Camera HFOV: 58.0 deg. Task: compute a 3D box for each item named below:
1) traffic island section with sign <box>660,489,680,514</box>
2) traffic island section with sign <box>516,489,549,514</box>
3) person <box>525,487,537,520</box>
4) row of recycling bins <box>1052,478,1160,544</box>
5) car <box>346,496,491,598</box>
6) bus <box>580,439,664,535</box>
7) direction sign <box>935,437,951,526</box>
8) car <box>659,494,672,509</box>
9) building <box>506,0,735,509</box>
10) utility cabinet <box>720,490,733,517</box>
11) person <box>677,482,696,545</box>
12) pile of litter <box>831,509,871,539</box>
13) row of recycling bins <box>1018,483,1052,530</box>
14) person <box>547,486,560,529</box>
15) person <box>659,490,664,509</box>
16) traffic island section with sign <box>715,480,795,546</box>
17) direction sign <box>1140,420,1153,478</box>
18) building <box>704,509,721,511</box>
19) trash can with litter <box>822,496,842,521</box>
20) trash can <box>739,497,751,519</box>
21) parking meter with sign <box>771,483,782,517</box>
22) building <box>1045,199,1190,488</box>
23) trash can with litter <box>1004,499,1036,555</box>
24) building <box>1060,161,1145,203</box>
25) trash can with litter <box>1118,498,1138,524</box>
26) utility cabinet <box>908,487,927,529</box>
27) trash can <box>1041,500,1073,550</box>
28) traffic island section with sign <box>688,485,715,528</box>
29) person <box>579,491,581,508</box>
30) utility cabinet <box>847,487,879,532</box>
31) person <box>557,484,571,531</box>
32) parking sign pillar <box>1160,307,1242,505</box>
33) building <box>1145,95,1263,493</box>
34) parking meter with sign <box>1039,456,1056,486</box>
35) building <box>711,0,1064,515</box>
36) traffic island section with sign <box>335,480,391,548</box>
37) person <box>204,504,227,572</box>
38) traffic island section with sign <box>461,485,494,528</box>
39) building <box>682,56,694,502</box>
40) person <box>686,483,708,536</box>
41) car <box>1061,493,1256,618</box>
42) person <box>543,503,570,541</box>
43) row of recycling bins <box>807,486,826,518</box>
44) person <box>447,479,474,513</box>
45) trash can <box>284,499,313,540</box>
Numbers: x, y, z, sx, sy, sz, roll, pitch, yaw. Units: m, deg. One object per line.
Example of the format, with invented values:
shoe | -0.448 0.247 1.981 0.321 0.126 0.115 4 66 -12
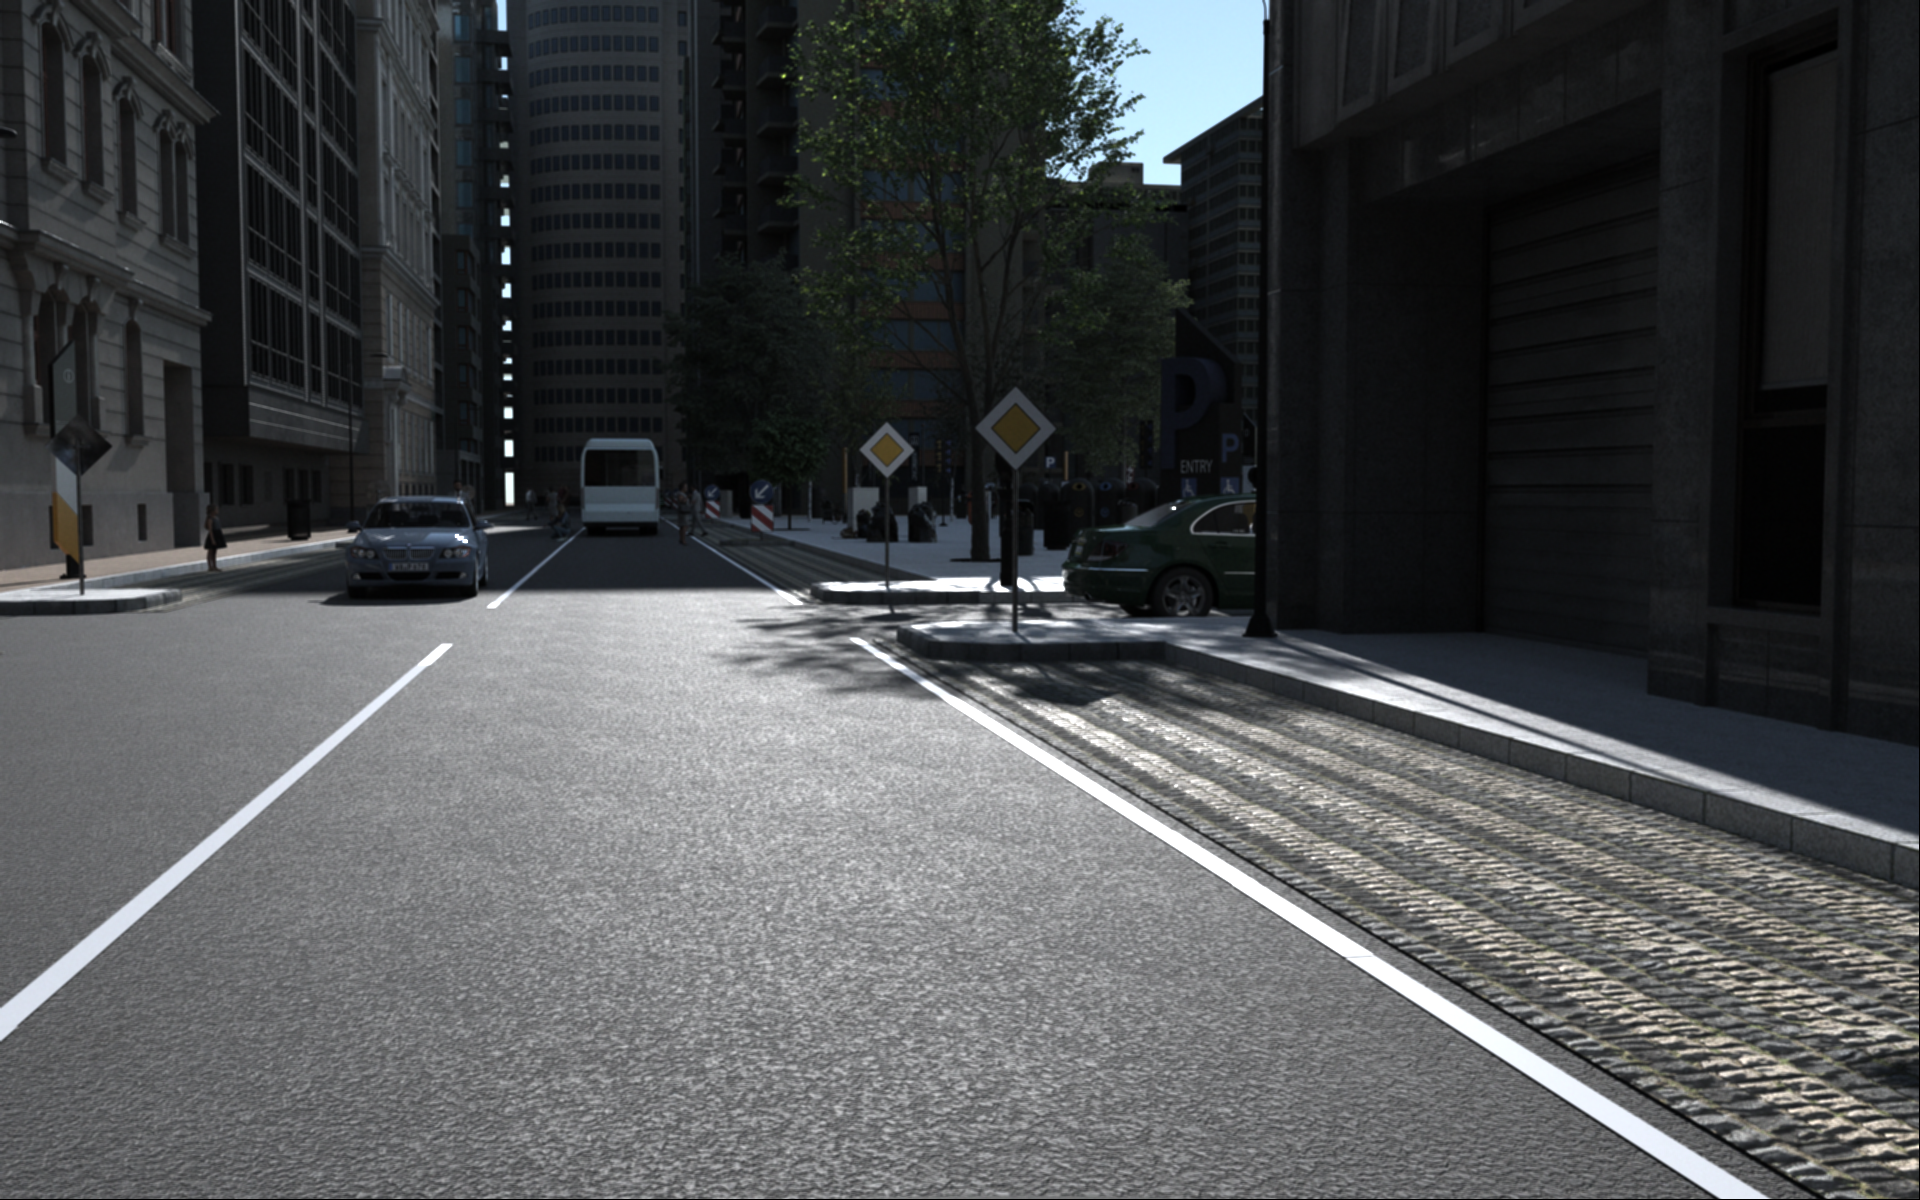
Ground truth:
traffic island section with sign | -20.404 -7.060 124.056 1.989 1.847 2.006 -1 4 -11
traffic island section with sign | -30.360 -6.969 122.566 1.989 1.847 2.006 -1 4 -11
person | -23.583 -5.301 95.277 0.850 1.850 0.679 3 4 38
row of recycling bins | 4.216 -2.268 44.193 3.534 1.692 1.069 2 4 34
car | -7.947 -0.831 25.585 2.014 1.417 4.499 -1 4 -13
bus | -12.419 -4.230 64.017 2.948 3.499 13.247 -1 4 -10
direction sign | -0.669 -4.731 69.342 0.379 3.537 0.876 3 5 44
car | -27.610 -9.273 160.411 1.959 1.807 4.718 -1 4 -11
building | -34.544 -39.602 189.484 28.212 58.520 21.231 -1 4 -11
utility cabinet | -12.753 -5.258 94.654 0.318 1.500 1.173 -2 4 -26
person | -7.708 -2.436 48.689 0.532 1.782 0.716 0 4 3
pile of litter | -2.956 -2.217 50.216 1.719 0.858 1.176 -1 4 -20
row of recycling bins | 3.649 -3.376 62.316 3.534 1.692 1.069 2 4 30
person | -16.768 -3.852 71.845 0.716 1.782 0.532 0 4 -3
person | -28.402 -9.527 164.136 0.709 1.838 0.599 2 4 33
traffic island section with sign | -5.674 -2.418 48.158 1.989 1.847 2.006 -1 4 -11
direction sign | 5.731 -3.752 53.334 0.379 3.537 0.876 -1 4 -20
building | -12.080 -36.939 145.946 21.231 58.520 28.212 -1 4 -11
trash can with litter | -6.094 -4.383 83.043 1.055 1.170 0.624 1 4 14
trash can | -11.208 -4.822 90.489 0.748 1.137 0.748 0 3 0
parking meter with sign | -10.389 -6.231 98.144 0.543 3.016 1.738 0 4 3
building | 14.072 -24.564 173.329 14.107 30.474 14.160 -1 4 -11
trash can with litter | 1.284 -1.534 36.464 0.624 1.170 1.055 0 4 7
building | 18.760 -31.403 205.321 23.993 40.220 32.217 -1 4 -11
trash can with litter | 2.653 -1.184 30.420 1.678 1.210 2.233 3 4 38
utility cabinet | -1.295 -2.681 52.515 0.318 1.500 1.173 1 4 12
trash can | 2.230 -1.727 39.890 0.748 1.137 0.748 0 3 0
traffic island section with sign | -10.812 -4.036 74.621 1.989 1.847 2.006 -1 4 -11
person | -32.346 -8.511 148.435 0.721 1.735 1.217 -2 4 -30
utility cabinet | -3.218 -2.983 57.446 0.318 1.500 1.173 3 5 44
person | -15.389 -3.608 67.463 0.580 1.828 0.573 1 4 10
parking sign pillar | 3.398 -2.204 24.509 1.447 3.967 1.447 -2 4 -32
building | 34.432 -29.126 168.098 23.993 40.220 32.217 -1 4 -11
parking meter with sign | 4.018 -5.184 81.020 0.543 3.016 1.738 -1 4 -11
building | -5.474 -28.375 118.554 22.147 44.769 28.867 -1 4 -11
traffic island section with sign | -15.633 -2.323 46.603 1.989 1.847 2.006 -1 4 -11
person | -13.710 -1.145 31.897 0.373 1.253 0.362 1 4 9
traffic island section with sign | -20.853 -3.970 73.533 1.989 1.847 2.006 -1 4 -11
building | -19.503 -29.557 166.848 14.154 41.232 14.086 -1 4 -11
person | -8.933 -3.050 58.639 0.850 1.792 0.678 1 4 10
car | 3.622 -0.486 19.743 4.920 1.459 2.131 -1 4 -9
person | -12.257 -2.383 52.955 0.738 1.151 1.012 -2 4 -29
row of recycling bins | -7.697 -5.244 92.846 1.069 1.692 3.534 0 4 -6
person | -11.813 -1.959 40.802 0.678 1.792 0.850 -1 4 -19
trash can | -18.445 -2.243 48.327 0.748 1.137 0.748 0 3 0
